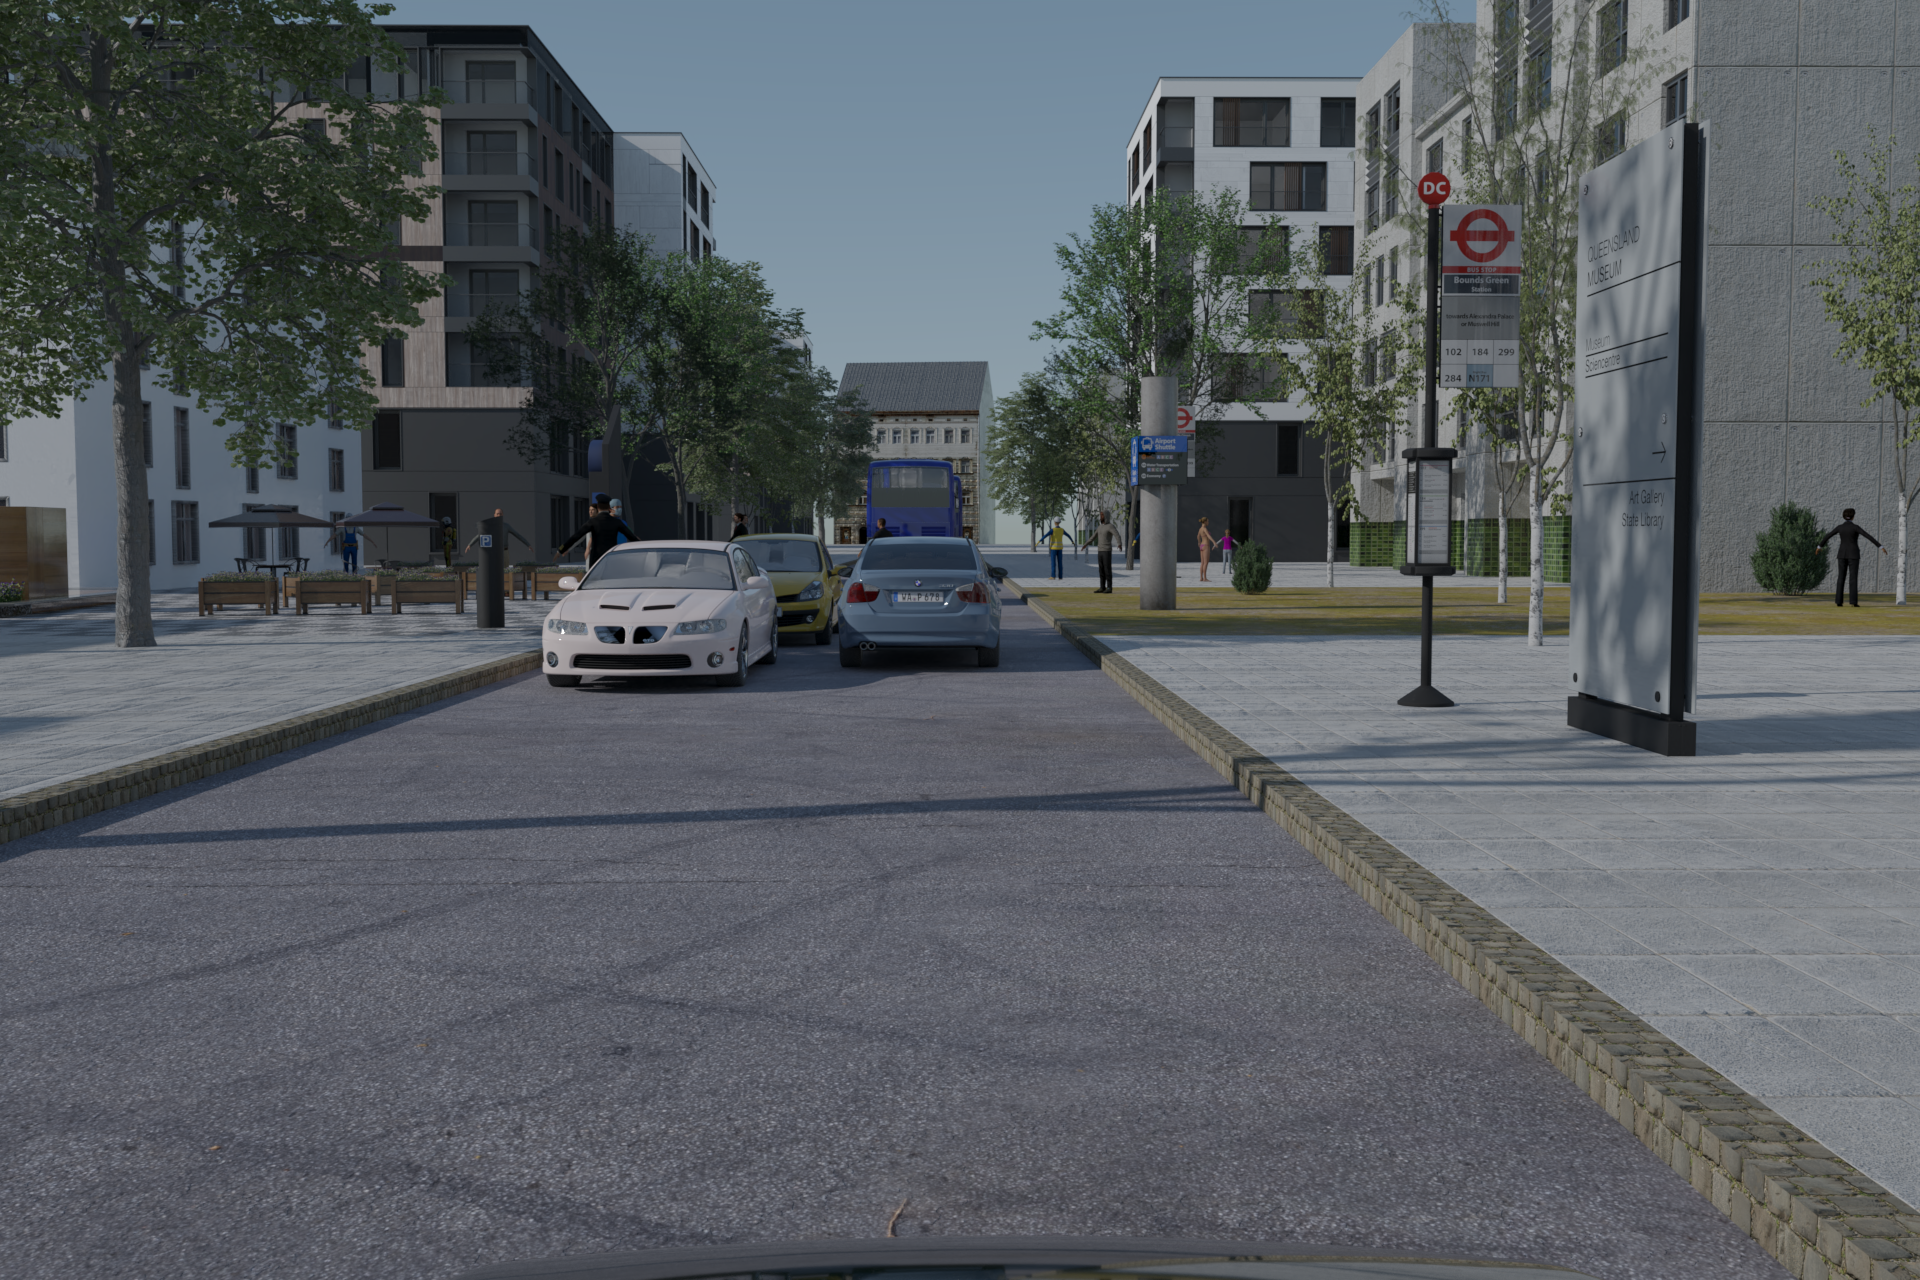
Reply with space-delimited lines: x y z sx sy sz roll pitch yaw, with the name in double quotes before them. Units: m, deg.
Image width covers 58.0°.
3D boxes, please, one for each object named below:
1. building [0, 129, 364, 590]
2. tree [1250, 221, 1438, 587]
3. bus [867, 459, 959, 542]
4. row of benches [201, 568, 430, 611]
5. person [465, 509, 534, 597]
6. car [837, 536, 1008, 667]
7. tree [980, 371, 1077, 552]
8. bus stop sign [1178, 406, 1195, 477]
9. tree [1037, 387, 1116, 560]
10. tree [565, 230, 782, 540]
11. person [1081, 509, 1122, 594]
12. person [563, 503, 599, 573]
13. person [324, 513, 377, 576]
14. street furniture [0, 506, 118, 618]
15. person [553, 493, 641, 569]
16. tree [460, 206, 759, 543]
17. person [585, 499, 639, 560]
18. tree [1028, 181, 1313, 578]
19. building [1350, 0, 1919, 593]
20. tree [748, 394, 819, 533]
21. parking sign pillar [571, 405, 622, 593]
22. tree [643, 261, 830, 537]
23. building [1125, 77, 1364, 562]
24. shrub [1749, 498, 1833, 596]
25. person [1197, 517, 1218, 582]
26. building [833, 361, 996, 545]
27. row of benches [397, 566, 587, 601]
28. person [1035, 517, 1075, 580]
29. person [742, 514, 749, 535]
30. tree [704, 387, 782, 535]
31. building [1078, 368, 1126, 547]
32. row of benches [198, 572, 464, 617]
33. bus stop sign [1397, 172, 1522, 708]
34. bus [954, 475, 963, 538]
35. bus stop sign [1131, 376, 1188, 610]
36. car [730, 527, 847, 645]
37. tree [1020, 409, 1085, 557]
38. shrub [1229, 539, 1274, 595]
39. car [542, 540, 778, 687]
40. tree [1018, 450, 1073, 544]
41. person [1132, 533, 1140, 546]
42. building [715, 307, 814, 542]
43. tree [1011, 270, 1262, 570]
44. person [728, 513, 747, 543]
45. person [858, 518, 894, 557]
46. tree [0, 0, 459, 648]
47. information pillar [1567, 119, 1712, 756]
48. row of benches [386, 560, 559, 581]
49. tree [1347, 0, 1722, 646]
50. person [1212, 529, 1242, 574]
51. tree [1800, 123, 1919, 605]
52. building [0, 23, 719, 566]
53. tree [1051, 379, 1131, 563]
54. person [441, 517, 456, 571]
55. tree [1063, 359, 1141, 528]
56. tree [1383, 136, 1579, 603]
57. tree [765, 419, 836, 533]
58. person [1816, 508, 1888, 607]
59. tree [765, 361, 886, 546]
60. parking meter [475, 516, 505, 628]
"building" -22.872 -6.603 50.102 9.099 9.664 28.070 0 4 0
"tree" 9.165 -5.572 41.469 4.737 8.622 4.395 0 3 0
"bus" -1.445 -3.930 55.810 2.896 3.916 12.251 0 4 0
"row of benches" -11.297 -0.910 30.346 1.422 0.672 4.104 3 5 42
"person" -9.385 -1.776 35.308 1.348 1.796 0.705 -1 4 -18
"car" -0.438 -0.486 19.943 2.014 1.417 4.499 0 4 0
"tree" 4.926 -12.391 120.727 7.486 12.596 7.792 0 3 0
"bus stop sign" 4.038 -2.707 32.961 0.855 3.939 0.416 0 4 -1
"tree" 5.804 -8.309 86.217 4.737 8.622 4.395 0 3 0
"tree" -9.741 -8.207 59.934 9.928 11.665 9.643 0 3 0
"person" 3.114 -1.915 37.440 0.705 1.813 1.348 -2 4 -34
"person" -6.215 -1.426 29.499 1.347 1.806 0.705 2 4 33
"person" -16.179 -2.452 45.952 1.347 1.847 0.705 -2 4 -27
"street furniture" -19.149 -1.320 28.444 9.812 1.723 11.010 -1 4 -10
"person" -4.876 -1.087 23.706 1.347 1.837 0.705 -2 4 -24
"tree" -9.506 -7.024 49.257 8.767 10.594 7.601 -3 5 -43
"person" -5.256 -1.247 26.517 0.704 1.817 1.347 3 4 37
"tree" 6.015 -7.624 50.412 9.928 11.665 9.643 0 3 0
"building" 24.043 -11.412 53.041 16.747 18.905 31.486 0 4 0
"tree" -9.703 -8.542 90.017 4.737 8.622 4.395 0 3 0
"parking sign pillar" -7.273 -2.880 35.563 1.447 3.967 1.447 0 4 0
"tree" -9.276 -9.395 71.732 7.486 12.596 7.792 0 3 0
"building" 22.699 -15.303 94.179 27.936 21.610 32.646 0 4 -1
"shrub" 17.248 -1.930 35.968 1.690 2.028 1.600 0 3 0
"person" 6.669 -2.438 46.672 0.721 1.733 1.217 -1 4 -14
"building" -5.429 -23.628 219.703 18.063 23.208 19.493 0 4 7
"row of benches" -8.980 -1.117 33.722 4.104 0.672 1.422 1 4 12
"person" 2.693 -2.585 48.723 1.216 1.772 0.721 -1 4 -20
"person" -5.772 -2.464 46.422 0.704 1.812 1.346 0 4 3
"tree" -9.942 -7.977 80.781 4.737 8.622 4.395 0 3 0
"building" 22.672 -19.987 193.238 16.747 18.905 31.486 0 4 0
"row of benches" -10.053 -0.741 27.579 4.104 0.672 1.422 -1 4 -10
"bus stop sign" 3.715 -1.479 12.881 0.855 3.939 0.416 0 3 0
"bus" -1.297 -4.681 68.082 2.896 3.916 12.251 0 4 -1
"bus stop sign" 3.362 -2.463 29.285 0.837 3.901 0.837 0 4 -2
"car" -2.510 -0.818 23.605 2.015 1.641 3.980 0 4 0
"tree" 5.254 -9.052 98.360 4.737 8.622 4.395 0 3 0
"shrub" 6.157 -1.558 36.584 1.383 1.207 1.383 0 3 0
"car" -2.947 -0.330 17.763 2.083 1.381 4.827 0 4 0
"tree" 10.826 -18.350 218.144 7.486 12.596 7.792 0 3 0
"person" 5.821 -2.845 52.486 1.349 1.833 0.705 -1 4 -18
"building" -29.547 -20.007 171.094 27.936 21.610 32.646 0 4 -1
"tree" 6.005 -7.720 60.640 8.767 10.594 7.601 0 4 -3
"person" -5.505 -2.248 42.934 0.705 1.806 1.347 -2 4 -27
"person" -1.817 -1.913 39.963 0.704 1.802 1.346 3 5 41
"tree" -9.864 -6.196 19.425 7.486 12.596 7.792 0 3 0
"information pillar" 4.159 -1.185 10.697 0.184 3.620 1.656 0 3 0
"row of benches" -11.618 -1.567 41.086 4.104 0.672 1.422 -1 4 -11
"tree" 6.738 -4.249 19.836 4.360 8.622 3.978 0 3 0
"person" 8.590 -2.834 55.603 0.991 1.433 0.599 1 4 14
"tree" 17.184 -4.930 30.961 4.737 8.622 4.395 0 3 0
"building" -28.047 -14.807 86.069 27.936 21.610 32.646 0 4 -1
"tree" 5.565 -7.753 77.125 4.360 8.622 3.978 0 3 0
"person" -17.327 -3.221 58.437 0.705 1.858 1.354 -1 4 -18
"tree" 5.905 -7.304 69.775 4.737 8.622 4.395 0 3 0
"tree" 10.011 -4.988 31.918 4.737 8.622 4.395 0 3 0
"tree" -10.222 -9.436 104.646 4.360 8.622 3.978 0 3 0
"person" 15.670 -1.453 30.481 0.721 1.740 1.216 -3 5 -39
"tree" -10.098 -13.443 126.450 9.857 13.997 8.962 0 3 0
"parking meter" -6.448 -0.939 23.764 0.372 1.533 0.369 0 3 0
